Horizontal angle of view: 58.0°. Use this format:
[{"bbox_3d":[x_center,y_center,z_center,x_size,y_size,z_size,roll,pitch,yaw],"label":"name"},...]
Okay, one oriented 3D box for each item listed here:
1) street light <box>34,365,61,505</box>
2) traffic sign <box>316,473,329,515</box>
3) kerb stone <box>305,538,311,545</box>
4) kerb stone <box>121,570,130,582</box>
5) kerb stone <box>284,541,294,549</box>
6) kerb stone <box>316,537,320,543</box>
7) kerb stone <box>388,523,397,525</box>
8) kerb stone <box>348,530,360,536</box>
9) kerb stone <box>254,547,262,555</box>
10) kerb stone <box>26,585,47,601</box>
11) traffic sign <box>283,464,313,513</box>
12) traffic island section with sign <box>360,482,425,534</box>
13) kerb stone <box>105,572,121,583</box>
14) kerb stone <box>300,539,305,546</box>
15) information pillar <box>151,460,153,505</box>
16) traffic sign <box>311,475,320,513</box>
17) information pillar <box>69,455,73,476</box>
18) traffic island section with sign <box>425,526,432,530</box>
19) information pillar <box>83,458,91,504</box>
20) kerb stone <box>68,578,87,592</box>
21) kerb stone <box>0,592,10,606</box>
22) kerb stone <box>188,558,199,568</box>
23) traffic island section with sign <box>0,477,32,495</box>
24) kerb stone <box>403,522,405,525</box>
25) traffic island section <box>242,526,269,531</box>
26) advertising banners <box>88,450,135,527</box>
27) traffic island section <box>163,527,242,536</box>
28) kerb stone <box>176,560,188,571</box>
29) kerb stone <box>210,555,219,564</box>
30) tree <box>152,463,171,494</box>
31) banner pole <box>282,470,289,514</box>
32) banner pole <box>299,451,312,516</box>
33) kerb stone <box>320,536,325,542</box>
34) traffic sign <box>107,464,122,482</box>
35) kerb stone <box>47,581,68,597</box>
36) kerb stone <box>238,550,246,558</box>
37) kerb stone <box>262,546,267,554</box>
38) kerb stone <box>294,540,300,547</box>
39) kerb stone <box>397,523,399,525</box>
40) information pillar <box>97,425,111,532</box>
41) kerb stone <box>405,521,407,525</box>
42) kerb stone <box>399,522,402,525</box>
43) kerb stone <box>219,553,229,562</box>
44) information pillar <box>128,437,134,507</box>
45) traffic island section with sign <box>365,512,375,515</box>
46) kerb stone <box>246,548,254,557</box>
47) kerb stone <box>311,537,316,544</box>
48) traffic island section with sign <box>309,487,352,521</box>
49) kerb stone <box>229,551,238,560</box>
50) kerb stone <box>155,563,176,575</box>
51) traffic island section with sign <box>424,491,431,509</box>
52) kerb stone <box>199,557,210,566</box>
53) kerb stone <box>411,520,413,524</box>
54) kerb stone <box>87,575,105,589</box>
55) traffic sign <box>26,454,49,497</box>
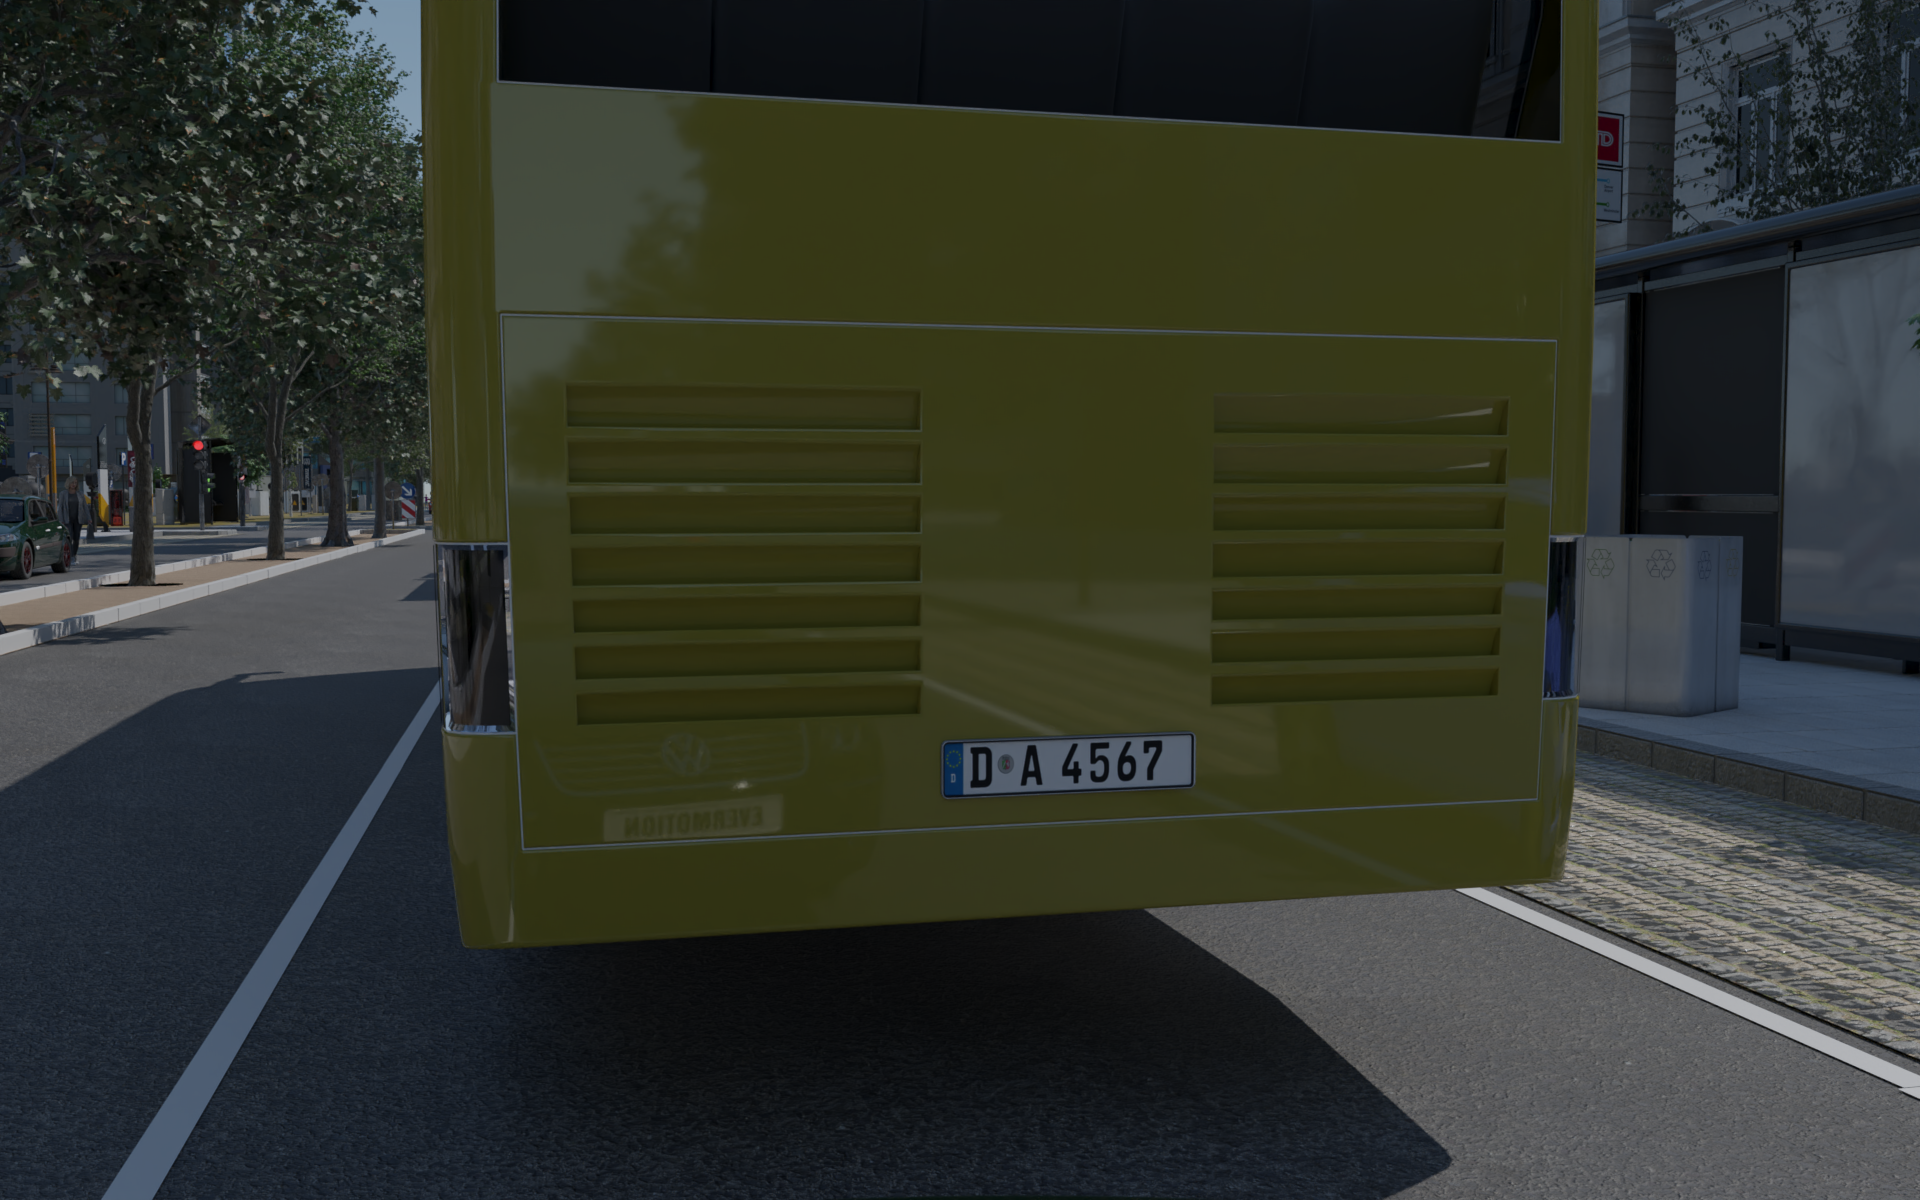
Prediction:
[{"bbox_3d":[-26.178,-4.709,49.773,0.468,5.910,1.993,-1,4,-13],"label":"street light"},{"bbox_3d":[-39.426,-6.546,107.134,0.768,2.556,0.104,0,4,-8],"label":"traffic sign"},{"bbox_3d":[-18.351,-1.602,48.385,0.120,0.150,1.000,-1,4,-13],"label":"kerb stone"},{"bbox_3d":[-13.743,-0.380,28.413,0.120,0.150,1.000,-1,4,-13],"label":"kerb stone"},{"bbox_3d":[-17.661,-1.419,45.397,0.120,0.150,1.000,-1,4,-13],"label":"kerb stone"},{"bbox_3d":[-18.816,-1.719,50.379,0.120,0.150,1.000,-1,4,-13],"label":"kerb stone"},{"bbox_3d":[-24.246,-3.164,73.921,0.120,0.150,1.000,-1,4,-13],"label":"kerb stone"},{"bbox_3d":[-21.119,-2.334,60.360,0.120,0.150,1.000,-1,4,-13],"label":"kerb stone"},{"bbox_3d":[-16.500,-1.114,40.414,0.120,0.150,1.000,-1,4,-13],"label":"kerb stone"},{"bbox_3d":[-12.593,-0.072,23.423,0.120,0.150,1.000,-1,4,-13],"label":"kerb stone"},{"bbox_3d":[-44.636,-7.487,116.284,2.265,3.308,0.079,0,4,-8],"label":"traffic sign"},{"bbox_3d":[-20.557,-3.331,62.593,2.006,1.907,1.989,-1,4,-13],"label":"traffic island section with sign"},{"bbox_3d":[-13.515,-0.319,27.414,0.120,0.150,1.000,-1,4,-13],"label":"kerb stone"},{"bbox_3d":[-18.121,-1.541,47.389,0.120,0.150,1.000,-1,4,-13],"label":"kerb stone"},{"bbox_3d":[-32.408,-4.756,69.121,0.183,3.616,0.504,0,4,6],"label":"information pillar"},{"bbox_3d":[-42.509,-7.002,114.589,0.768,2.556,0.104,0,4,-3],"label":"traffic sign"},{"bbox_3d":[-53.062,-6.857,103.469,0.183,3.616,0.504,-3,4,-37],"label":"information pillar"},{"bbox_3d":[-22.214,-3.772,69.814,2.006,1.907,1.989,-1,4,-13],"label":"traffic island section with sign"},{"bbox_3d":[-56.145,-7.348,111.491,0.504,3.616,0.183,0,4,0],"label":"information pillar"},{"bbox_3d":[-13.044,-0.197,25.416,0.120,0.150,1.000,-1,4,-13],"label":"kerb stone"},{"bbox_3d":[-12.345,-0.014,22.431,0.120,0.150,1.000,-1,4,-13],"label":"kerb stone"},{"bbox_3d":[-14.887,-0.681,33.405,0.120,0.150,1.000,-1,4,-13],"label":"kerb stone"},{"bbox_3d":[-21.229,-1.843,38.762,1.989,1.847,2.006,-1,4,-13],"label":"traffic island section with sign"},{"bbox_3d":[-25.167,-3.408,77.913,0.120,0.150,1.000,-1,4,-13],"label":"kerb stone"},{"bbox_3d":[-28.476,-2.841,68.725,2.009,0.180,2.903,-1,4,-13],"label":"traffic island section"},{"bbox_3d":[-33.557,-4.440,68.783,0.090,3.025,2.074,3,5,40],"label":"advertising banners"},{"bbox_3d":[-26.680,-2.365,60.944,2.009,0.180,2.903,-1,4,-13],"label":"traffic island section"},{"bbox_3d":[-14.663,-0.616,32.408,0.120,0.150,1.000,-1,4,-13],"label":"kerb stone"},{"bbox_3d":[-15.359,-0.798,35.400,0.120,0.150,1.000,-1,4,-13],"label":"kerb stone"},{"bbox_3d":[-49.224,-6.834,106.330,1.663,3.219,1.824,0,3,0],"label":"tree"},{"bbox_3d":[-43.907,-7.483,112.356,0.863,3.779,0.401,2,4,28],"label":"banner pole"},{"bbox_3d":[-38.131,-6.774,100.767,0.863,3.779,0.401,-3,5,-42],"label":"banner pole"},{"bbox_3d":[-19.040,-1.784,51.377,0.120,0.150,1.000,-1,4,-13],"label":"kerb stone"},{"bbox_3d":[-35.535,-4.433,72.593,0.768,2.556,0.104,-1,4,-11],"label":"traffic sign"},{"bbox_3d":[-12.816,-0.132,24.420,0.120,0.150,1.000,-1,4,-13],"label":"kerb stone"},{"bbox_3d":[-16.049,-0.988,38.410,0.120,0.150,1.000,-1,4,-13],"label":"kerb stone"},{"bbox_3d":[-16.739,-1.175,41.410,0.120,0.150,1.000,-1,4,-13],"label":"kerb stone"},{"bbox_3d":[-17.886,-1.480,46.394,0.120,0.150,1.000,-1,4,-13],"label":"kerb stone"},{"bbox_3d":[-24.471,-3.225,74.926,0.120,0.150,1.000,-1,4,-13],"label":"kerb stone"},{"bbox_3d":[-28.782,-4.086,58.164,0.183,3.616,0.504,0,4,2],"label":"information pillar"},{"bbox_3d":[-25.403,-3.469,78.910,0.120,0.150,1.000,-1,4,-13],"label":"kerb stone"},{"bbox_3d":[-24.702,-3.278,75.922,0.120,0.150,1.000,-1,4,-13],"label":"kerb stone"},{"bbox_3d":[-15.584,-0.865,36.396,0.120,0.150,1.000,-1,4,-13],"label":"kerb stone"},{"bbox_3d":[-33.820,-4.855,70.729,0.183,3.616,0.504,-3,5,-44],"label":"information pillar"},{"bbox_3d":[-39.758,-6.753,119.041,1.989,1.847,2.006,-1,4,-13],"label":"traffic island section with sign"},{"bbox_3d":[-16.277,-1.051,39.409,0.120,0.150,1.000,-1,4,-13],"label":"kerb stone"},{"bbox_3d":[-18.578,-1.660,49.382,0.120,0.150,1.000,-1,4,-13],"label":"kerb stone"},{"bbox_3d":[-33.706,-5.146,92.772,1.989,1.847,2.006,-1,4,-13],"label":"traffic island section with sign"},{"bbox_3d":[-15.810,-0.930,37.403,0.120,0.150,1.000,-1,4,-13],"label":"kerb stone"},{"bbox_3d":[-14.438,-0.562,31.411,0.120,0.150,1.000,-1,4,-13],"label":"kerb stone"},{"bbox_3d":[-51.211,-9.785,168.617,1.989,1.847,2.006,-1,4,-13],"label":"traffic island section with sign"},{"bbox_3d":[-15.122,-0.747,34.404,0.120,0.150,1.000,-1,4,-13],"label":"kerb stone"},{"bbox_3d":[-26.089,-3.652,81.906,0.120,0.150,1.000,-1,4,-13],"label":"kerb stone"},{"bbox_3d":[-13.278,-0.251,26.412,0.120,0.150,1.000,-1,4,-13],"label":"kerb stone"},{"bbox_3d":[-29.238,-3.358,55.002,0.768,2.556,0.104,0,4,-6],"label":"traffic sign"}]
